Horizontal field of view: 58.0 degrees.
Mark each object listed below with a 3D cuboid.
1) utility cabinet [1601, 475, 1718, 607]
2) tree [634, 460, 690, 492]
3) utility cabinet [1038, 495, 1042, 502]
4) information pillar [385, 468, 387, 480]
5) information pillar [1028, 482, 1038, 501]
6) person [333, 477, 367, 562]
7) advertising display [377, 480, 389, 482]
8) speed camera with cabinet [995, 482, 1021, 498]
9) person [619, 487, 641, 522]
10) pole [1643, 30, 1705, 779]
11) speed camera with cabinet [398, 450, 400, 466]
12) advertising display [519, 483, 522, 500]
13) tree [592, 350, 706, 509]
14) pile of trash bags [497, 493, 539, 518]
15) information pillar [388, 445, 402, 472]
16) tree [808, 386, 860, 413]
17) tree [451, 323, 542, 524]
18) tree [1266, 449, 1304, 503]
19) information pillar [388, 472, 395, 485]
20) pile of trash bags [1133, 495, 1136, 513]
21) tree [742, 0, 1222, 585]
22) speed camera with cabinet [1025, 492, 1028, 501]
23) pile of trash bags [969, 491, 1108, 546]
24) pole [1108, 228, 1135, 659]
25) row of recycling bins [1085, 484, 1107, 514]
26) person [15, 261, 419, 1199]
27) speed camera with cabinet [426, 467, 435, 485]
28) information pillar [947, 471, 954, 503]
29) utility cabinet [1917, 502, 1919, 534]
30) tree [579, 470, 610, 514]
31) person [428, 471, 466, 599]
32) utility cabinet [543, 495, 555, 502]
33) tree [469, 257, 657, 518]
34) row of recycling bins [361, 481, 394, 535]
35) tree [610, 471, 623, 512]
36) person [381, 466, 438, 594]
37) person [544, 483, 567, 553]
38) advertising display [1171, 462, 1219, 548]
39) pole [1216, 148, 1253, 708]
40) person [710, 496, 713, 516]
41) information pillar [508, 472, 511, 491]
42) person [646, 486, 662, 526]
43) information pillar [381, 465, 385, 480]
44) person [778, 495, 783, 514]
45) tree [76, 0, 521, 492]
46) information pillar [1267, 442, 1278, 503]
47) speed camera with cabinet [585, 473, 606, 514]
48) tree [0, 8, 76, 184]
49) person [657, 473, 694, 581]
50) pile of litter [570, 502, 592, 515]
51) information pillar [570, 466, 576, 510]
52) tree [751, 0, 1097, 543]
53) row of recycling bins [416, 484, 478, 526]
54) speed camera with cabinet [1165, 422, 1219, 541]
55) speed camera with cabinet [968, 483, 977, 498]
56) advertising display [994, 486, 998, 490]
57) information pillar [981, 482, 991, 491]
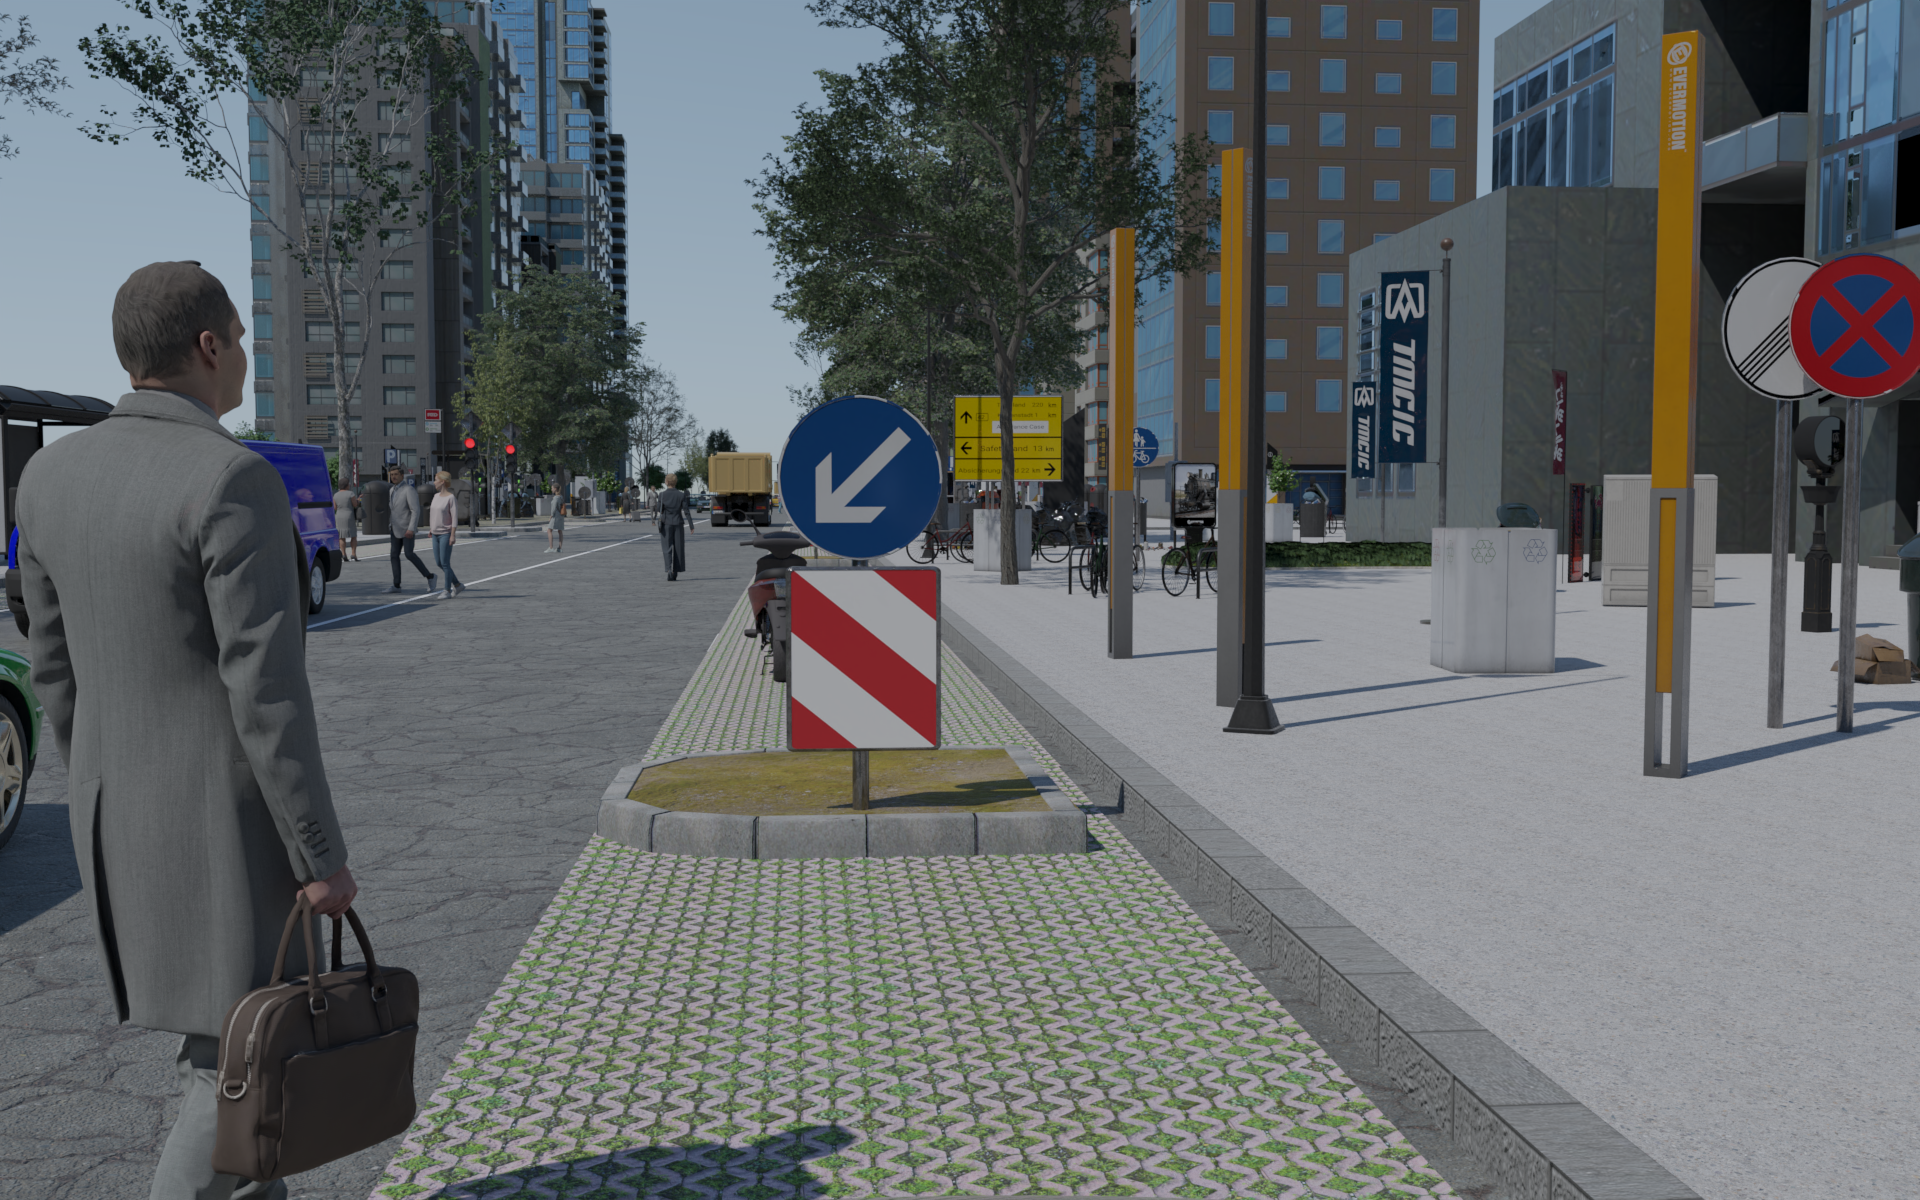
[{"bbox_3d":[7.925,-0.671,19.651,1.173,1.500,0.318,1,4,16],"label":"utility cabinet"},{"bbox_3d":[-28.610,-10.896,161.859,4.285,4.588,4.351,0,3,0],"label":"tree"},{"bbox_3d":[5.090,-5.853,106.854,0.306,1.237,1.020,2,4,33],"label":"utility cabinet"},{"bbox_3d":[-37.370,-7.502,114.016,0.504,3.616,0.183,-1,4,-14],"label":"information pillar"},{"bbox_3d":[2.809,-4.636,67.149,0.504,3.616,0.183,-3,5,-41],"label":"information pillar"},{"bbox_3d":[-12.882,-1.704,36.714,0.716,1.782,0.532,1,4,10],"label":"person"},{"bbox_3d":[-27.094,-4.667,81.525,0.123,1.923,0.974,1,4,20],"label":"advertising display"},{"bbox_3d":[3.792,-8.669,136.077,2.038,3.252,0.660,2,4,27],"label":"speed camera with cabinet"},{"bbox_3d":[-16.813,-4.855,88.094,0.699,1.804,1.509,-2,4,-31],"label":"person"},{"bbox_3d":[3.217,-0.854,7.799,0.158,3.312,0.155,0,3,0],"label":"pole"},{"bbox_3d":[-25.219,-5.057,77.011,0.660,3.252,2.038,1,4,21],"label":"speed camera with cabinet"},{"bbox_3d":[-25.985,-5.905,101.766,0.123,1.923,0.974,1,4,9],"label":"advertising display"},{"bbox_3d":[-27.057,-14.595,148.993,12.009,13.543,11.850,0,3,0],"label":"tree"},{"bbox_3d":[-24.940,-5.147,93.900,3.447,1.369,1.912,-2,4,-26],"label":"pile of trash bags"},{"bbox_3d":[-26.545,-5.517,81.558,0.504,3.616,0.183,-1,4,-13],"label":"information pillar"},{"bbox_3d":[-6.504,-9.222,101.138,4.737,8.622,4.395,0,3,0],"label":"tree"},{"bbox_3d":[-20.171,-7.612,74.813,4.737,8.622,4.395,0,3,0],"label":"tree"},{"bbox_3d":[13.724,-4.886,74.487,1.663,3.219,1.824,0,3,0],"label":"tree"},{"bbox_3d":[-18.995,-3.279,58.106,0.304,2.012,0.304,-1,4,-18],"label":"information pillar"},{"bbox_3d":[3.810,-2.560,51.606,3.447,1.369,1.912,-2,4,-33],"label":"pile of trash bags"},{"bbox_3d":[0.414,-5.482,24.044,7.601,10.594,8.767,-3,4,-37],"label":"tree"},{"bbox_3d":[4.438,-8.912,140.046,2.038,3.252,0.660,-1,4,-15],"label":"speed camera with cabinet"},{"bbox_3d":[1.760,-2.101,44.102,3.447,1.369,1.912,3,5,42],"label":"pile of trash bags"},{"bbox_3d":[1.250,-1.198,13.434,0.158,3.312,0.155,0,3,0],"label":"pole"},{"bbox_3d":[5.426,-3.906,70.970,1.069,1.692,3.534,-3,4,-37],"label":"row of recycling bins"},{"bbox_3d":[-1.236,0.348,2.908,0.694,1.812,0.767,2,4,28],"label":"person"},{"bbox_3d":[-38.654,-8.074,126.339,0.660,3.252,2.038,-1,4,-19],"label":"speed camera with cabinet"},{"bbox_3d":[-0.377,-3.160,56.161,0.304,2.012,0.304,-2,4,-27],"label":"information pillar"},{"bbox_3d":[11.425,-0.517,19.611,0.306,1.237,1.020,-3,5,-41],"label":"utility cabinet"},{"bbox_3d":[-24.176,-7.288,113.765,1.663,3.219,1.824,0,3,0],"label":"tree"},{"bbox_3d":[-7.032,-0.891,23.735,0.731,1.740,0.598,2,4,30],"label":"person"},{"bbox_3d":[-26.142,-6.056,110.170,0.306,1.237,1.020,1,4,16],"label":"utility cabinet"},{"bbox_3d":[-21.758,-11.486,94.443,9.857,13.997,8.962,0,3,0],"label":"tree"},{"bbox_3d":[-18.656,-2.973,55.727,1.069,1.692,3.534,-1,4,-15],"label":"row of recycling bins"},{"bbox_3d":[-24.579,-7.806,122.230,1.663,3.219,1.824,0,3,0],"label":"tree"},{"bbox_3d":[-8.019,-1.027,25.134,0.661,1.843,0.795,3,5,41],"label":"person"},{"bbox_3d":[-9.888,-2.018,42.497,0.522,1.701,0.512,0,4,8],"label":"person"},{"bbox_3d":[4.793,-1.852,35.491,0.974,1.923,0.123,-1,4,-18],"label":"advertising display"},{"bbox_3d":[1.659,-1.011,10.380,0.158,3.312,0.155,0,3,0],"label":"pole"},{"bbox_3d":[-15.543,-5.864,108.628,0.306,1.304,0.590,-1,4,-15],"label":"person"},{"bbox_3d":[-29.190,-7.429,112.816,0.504,3.616,0.183,1,4,13],"label":"information pillar"},{"bbox_3d":[-13.913,-4.289,78.740,0.709,1.813,0.853,-3,4,-36],"label":"person"},{"bbox_3d":[-45.650,-8.929,137.342,0.183,3.616,0.504,3,5,42],"label":"information pillar"},{"bbox_3d":[-13.116,-7.160,126.405,0.643,1.720,0.563,-3,4,-37],"label":"person"},{"bbox_3d":[-18.691,-11.809,48.958,12.611,20.169,13.585,0,3,0],"label":"tree"},{"bbox_3d":[14.025,-5.295,77.920,0.504,3.616,0.183,1,4,9],"label":"information pillar"},{"bbox_3d":[-23.093,-7.049,109.579,0.660,3.252,2.038,1,4,11],"label":"speed camera with cabinet"},{"bbox_3d":[-16.066,-6.697,19.869,12.009,13.543,11.850,0,3,0],"label":"tree"},{"bbox_3d":[-4.724,-1.207,28.650,0.576,1.772,0.534,-2,4,-34],"label":"person"},{"bbox_3d":[-22.936,-5.520,104.212,1.719,0.858,1.176,-1,4,-11],"label":"pile of litter"},{"bbox_3d":[-27.201,-7.975,121.743,0.183,3.616,0.504,1,4,19],"label":"information pillar"},{"bbox_3d":[-0.593,-8.498,45.593,9.857,13.997,8.962,0,3,0],"label":"tree"},{"bbox_3d":[-20.897,-3.874,70.456,1.069,1.692,3.534,1,4,18],"label":"row of recycling bins"},{"bbox_3d":[6.555,-3.252,47.504,0.660,3.252,2.038,-3,5,-39],"label":"speed camera with cabinet"},{"bbox_3d":[1.384,-8.969,140.976,0.660,3.252,2.038,-2,4,-32],"label":"speed camera with cabinet"},{"bbox_3d":[2.407,-7.834,133.301,0.974,1.923,0.123,0,4,0],"label":"advertising display"},{"bbox_3d":[1.068,-4.721,68.548,0.504,3.616,0.183,3,4,39],"label":"information pillar"}]
